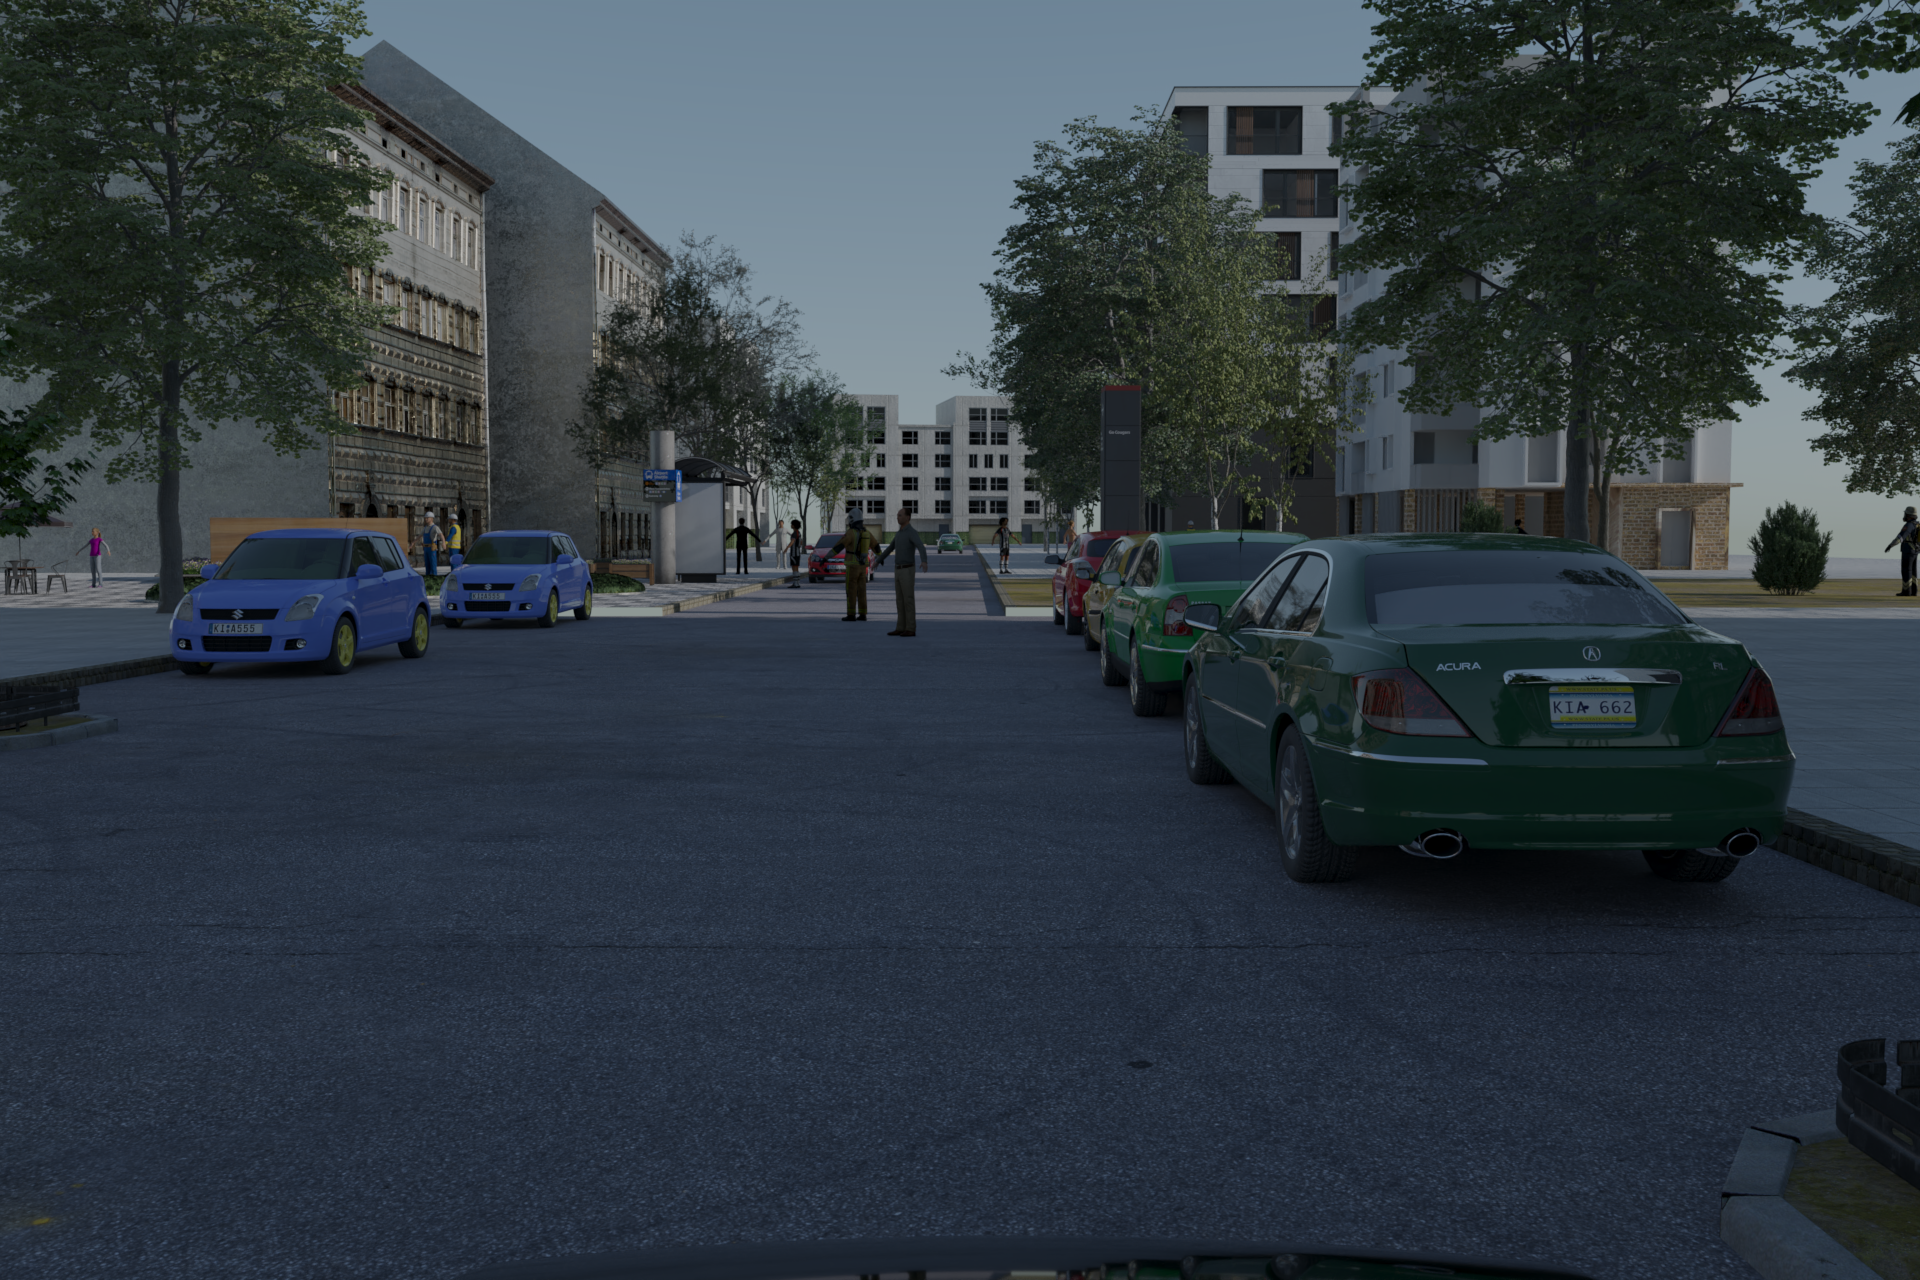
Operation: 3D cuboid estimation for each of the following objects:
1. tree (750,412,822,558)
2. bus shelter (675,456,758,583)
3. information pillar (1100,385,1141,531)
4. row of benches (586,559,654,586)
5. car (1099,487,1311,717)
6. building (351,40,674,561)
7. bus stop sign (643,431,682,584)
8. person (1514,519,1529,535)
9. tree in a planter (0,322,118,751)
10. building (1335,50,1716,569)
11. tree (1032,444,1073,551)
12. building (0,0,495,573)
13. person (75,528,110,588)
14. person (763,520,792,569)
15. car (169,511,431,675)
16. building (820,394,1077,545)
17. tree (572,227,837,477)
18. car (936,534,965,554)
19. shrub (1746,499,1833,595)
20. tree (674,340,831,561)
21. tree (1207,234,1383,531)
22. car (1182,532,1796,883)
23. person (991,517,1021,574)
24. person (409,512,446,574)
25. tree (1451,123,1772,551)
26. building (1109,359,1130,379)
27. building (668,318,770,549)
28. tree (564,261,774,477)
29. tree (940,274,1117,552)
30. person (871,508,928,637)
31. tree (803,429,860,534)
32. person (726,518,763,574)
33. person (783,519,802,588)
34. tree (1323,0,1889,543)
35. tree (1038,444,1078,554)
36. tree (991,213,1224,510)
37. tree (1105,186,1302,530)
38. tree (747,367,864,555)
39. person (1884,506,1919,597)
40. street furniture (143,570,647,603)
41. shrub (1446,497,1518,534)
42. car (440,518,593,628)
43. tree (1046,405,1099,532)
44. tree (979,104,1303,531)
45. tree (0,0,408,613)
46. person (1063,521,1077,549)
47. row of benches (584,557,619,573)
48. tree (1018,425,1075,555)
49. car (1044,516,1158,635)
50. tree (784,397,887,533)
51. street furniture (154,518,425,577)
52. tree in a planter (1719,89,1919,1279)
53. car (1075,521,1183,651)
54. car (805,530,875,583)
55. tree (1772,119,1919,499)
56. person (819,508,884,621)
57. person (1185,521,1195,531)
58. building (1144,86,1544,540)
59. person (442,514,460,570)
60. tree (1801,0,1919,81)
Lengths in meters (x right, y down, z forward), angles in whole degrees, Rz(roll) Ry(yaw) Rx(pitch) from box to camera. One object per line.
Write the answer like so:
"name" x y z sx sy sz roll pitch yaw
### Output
"tree" -10.150 -8.831 94.756 4.360 8.622 3.978 0 3 0
"bus shelter" -6.921 -3.305 47.963 2.014 3.302 5.546 0 4 0
"information pillar" 2.823 -2.516 30.516 0.750 3.857 0.750 0 4 -2
"row of benches" -9.527 -1.688 43.059 4.104 0.672 1.422 0 4 -6
"car" 2.233 -0.378 14.970 1.959 1.807 4.718 0 4 -1
"building" -25.528 -15.639 86.632 19.493 23.208 18.063 0 4 0
"bus stop sign" -7.617 -3.386 44.384 0.837 3.901 0.837 0 4 1
"person" 17.099 -2.827 52.937 0.721 1.740 1.216 -3 5 -42
"tree in a planter" -7.125 -0.906 12.033 1.991 3.239 1.994 0 4 0
"building" 21.455 -13.309 74.030 16.016 20.090 11.380 0 4 0
"tree" 6.052 -8.982 97.216 4.737 8.622 4.395 0 3 0
"building" -29.698 -14.336 65.316 19.493 23.208 18.063 0 4 1
"person" -20.562 -1.948 41.111 0.991 1.433 0.599 1 4 17
"person" -6.520 -3.488 63.215 1.347 1.806 0.705 0 4 -3
"car" -7.076 -0.561 18.769 1.945 1.707 3.694 0 4 1
"building" -1.912 -21.938 227.606 31.486 18.905 16.747 -1 4 -10
"tree" -10.179 -9.724 69.357 12.009 13.543 11.850 0 3 0
"car" -0.704 -7.001 126.265 2.131 1.459 4.920 0 4 1
"shrub" 17.463 -1.960 36.473 1.690 2.028 1.600 0 3 0
"tree" -9.689 -8.997 81.518 7.601 10.594 8.767 3 5 45
"tree" 8.285 -5.701 43.568 4.737 8.622 4.395 0 3 0
"car" 2.248 0.198 8.555 2.131 1.459 4.920 0 4 -1
"person" 1.446 -3.032 55.713 1.345 1.843 0.704 -3 5 -45
"person" -13.534 -2.344 44.174 1.347 1.847 0.705 2 4 33
"tree" 16.534 -7.252 44.319 9.928 11.665 9.643 0 3 0
"building" 23.976 -18.459 168.256 16.747 18.905 31.486 0 3 0
"building" -27.623 -17.769 156.983 16.747 18.905 31.486 0 4 1
"tree" -9.820 -7.601 58.684 7.601 10.594 8.767 -1 4 -14
"tree" 4.948 -16.551 126.504 12.611 20.169 13.585 0 3 0
"person" -0.798 -0.952 24.289 0.705 1.796 1.348 -2 4 -35
"tree" -9.211 -10.370 119.905 4.737 8.622 4.395 0 3 0
"person" -6.936 -2.991 55.097 1.347 1.806 0.705 0 4 -7
"person" -4.389 -2.279 45.868 0.704 1.843 1.345 1 4 10
"tree" 8.873 -6.512 24.599 7.486 12.596 7.792 0 3 0
"tree" 6.542 -9.900 112.223 4.737 8.622 4.395 0 3 0
"tree" 6.057 -9.994 70.065 9.857 13.997 8.962 0 3 0
"tree" 5.301 -5.264 36.425 4.737 8.622 4.395 0 3 0
"tree" -9.857 -11.188 108.680 9.928 11.665 9.643 0 3 0
"person" 19.535 -1.828 35.671 1.354 1.856 0.705 -2 4 -31
"street furniture" -11.753 -1.274 36.449 10.072 0.657 5.734 -2 4 -30
"shrub" 10.825 -1.964 36.157 1.661 2.075 1.752 0 3 0
"car" -7.037 -1.103 27.618 1.945 1.707 3.694 0 4 0
"tree" 5.937 -8.104 82.865 4.737 8.622 4.395 0 3 0
"tree" 5.483 -8.896 52.112 9.857 13.997 8.962 0 3 0
"tree" -12.650 -6.732 28.190 7.486 12.596 7.792 0 3 0
"person" 3.795 -3.126 57.921 0.721 1.733 1.217 -2 4 -29
"row of benches" -10.882 -1.873 46.093 4.104 0.672 1.422 -1 4 -17
"tree" 5.487 -9.625 107.728 4.360 8.622 3.978 0 3 0
"car" 2.376 -1.043 26.096 2.155 1.783 4.494 0 4 0
"tree" -9.556 -12.379 128.155 9.928 11.665 9.643 0 3 0
"street furniture" -19.655 -2.523 48.103 9.812 1.723 11.010 -1 4 -23
"tree in a planter" 2.541 -0.356 3.045 1.991 3.239 1.994 0 4 0
"car" 2.389 -0.604 20.105 2.015 1.641 3.980 0 4 -1
"car" -3.544 -2.634 52.108 2.155 1.783 4.494 0 4 0
"tree" 27.902 -8.644 47.988 9.857 13.997 8.962 0 3 0
"person" -1.728 -1.241 28.524 1.354 1.858 0.705 -3 5 -43
"person" 8.425 -3.493 63.578 1.216 1.772 0.721 -1 4 -13
"building" 23.866 -15.389 95.580 27.936 21.610 32.646 0 4 1
"person" -13.922 -2.541 47.517 0.705 1.833 1.349 0 4 -2
"tree" 7.992 -5.605 9.762 7.486 12.596 7.792 0 3 0
